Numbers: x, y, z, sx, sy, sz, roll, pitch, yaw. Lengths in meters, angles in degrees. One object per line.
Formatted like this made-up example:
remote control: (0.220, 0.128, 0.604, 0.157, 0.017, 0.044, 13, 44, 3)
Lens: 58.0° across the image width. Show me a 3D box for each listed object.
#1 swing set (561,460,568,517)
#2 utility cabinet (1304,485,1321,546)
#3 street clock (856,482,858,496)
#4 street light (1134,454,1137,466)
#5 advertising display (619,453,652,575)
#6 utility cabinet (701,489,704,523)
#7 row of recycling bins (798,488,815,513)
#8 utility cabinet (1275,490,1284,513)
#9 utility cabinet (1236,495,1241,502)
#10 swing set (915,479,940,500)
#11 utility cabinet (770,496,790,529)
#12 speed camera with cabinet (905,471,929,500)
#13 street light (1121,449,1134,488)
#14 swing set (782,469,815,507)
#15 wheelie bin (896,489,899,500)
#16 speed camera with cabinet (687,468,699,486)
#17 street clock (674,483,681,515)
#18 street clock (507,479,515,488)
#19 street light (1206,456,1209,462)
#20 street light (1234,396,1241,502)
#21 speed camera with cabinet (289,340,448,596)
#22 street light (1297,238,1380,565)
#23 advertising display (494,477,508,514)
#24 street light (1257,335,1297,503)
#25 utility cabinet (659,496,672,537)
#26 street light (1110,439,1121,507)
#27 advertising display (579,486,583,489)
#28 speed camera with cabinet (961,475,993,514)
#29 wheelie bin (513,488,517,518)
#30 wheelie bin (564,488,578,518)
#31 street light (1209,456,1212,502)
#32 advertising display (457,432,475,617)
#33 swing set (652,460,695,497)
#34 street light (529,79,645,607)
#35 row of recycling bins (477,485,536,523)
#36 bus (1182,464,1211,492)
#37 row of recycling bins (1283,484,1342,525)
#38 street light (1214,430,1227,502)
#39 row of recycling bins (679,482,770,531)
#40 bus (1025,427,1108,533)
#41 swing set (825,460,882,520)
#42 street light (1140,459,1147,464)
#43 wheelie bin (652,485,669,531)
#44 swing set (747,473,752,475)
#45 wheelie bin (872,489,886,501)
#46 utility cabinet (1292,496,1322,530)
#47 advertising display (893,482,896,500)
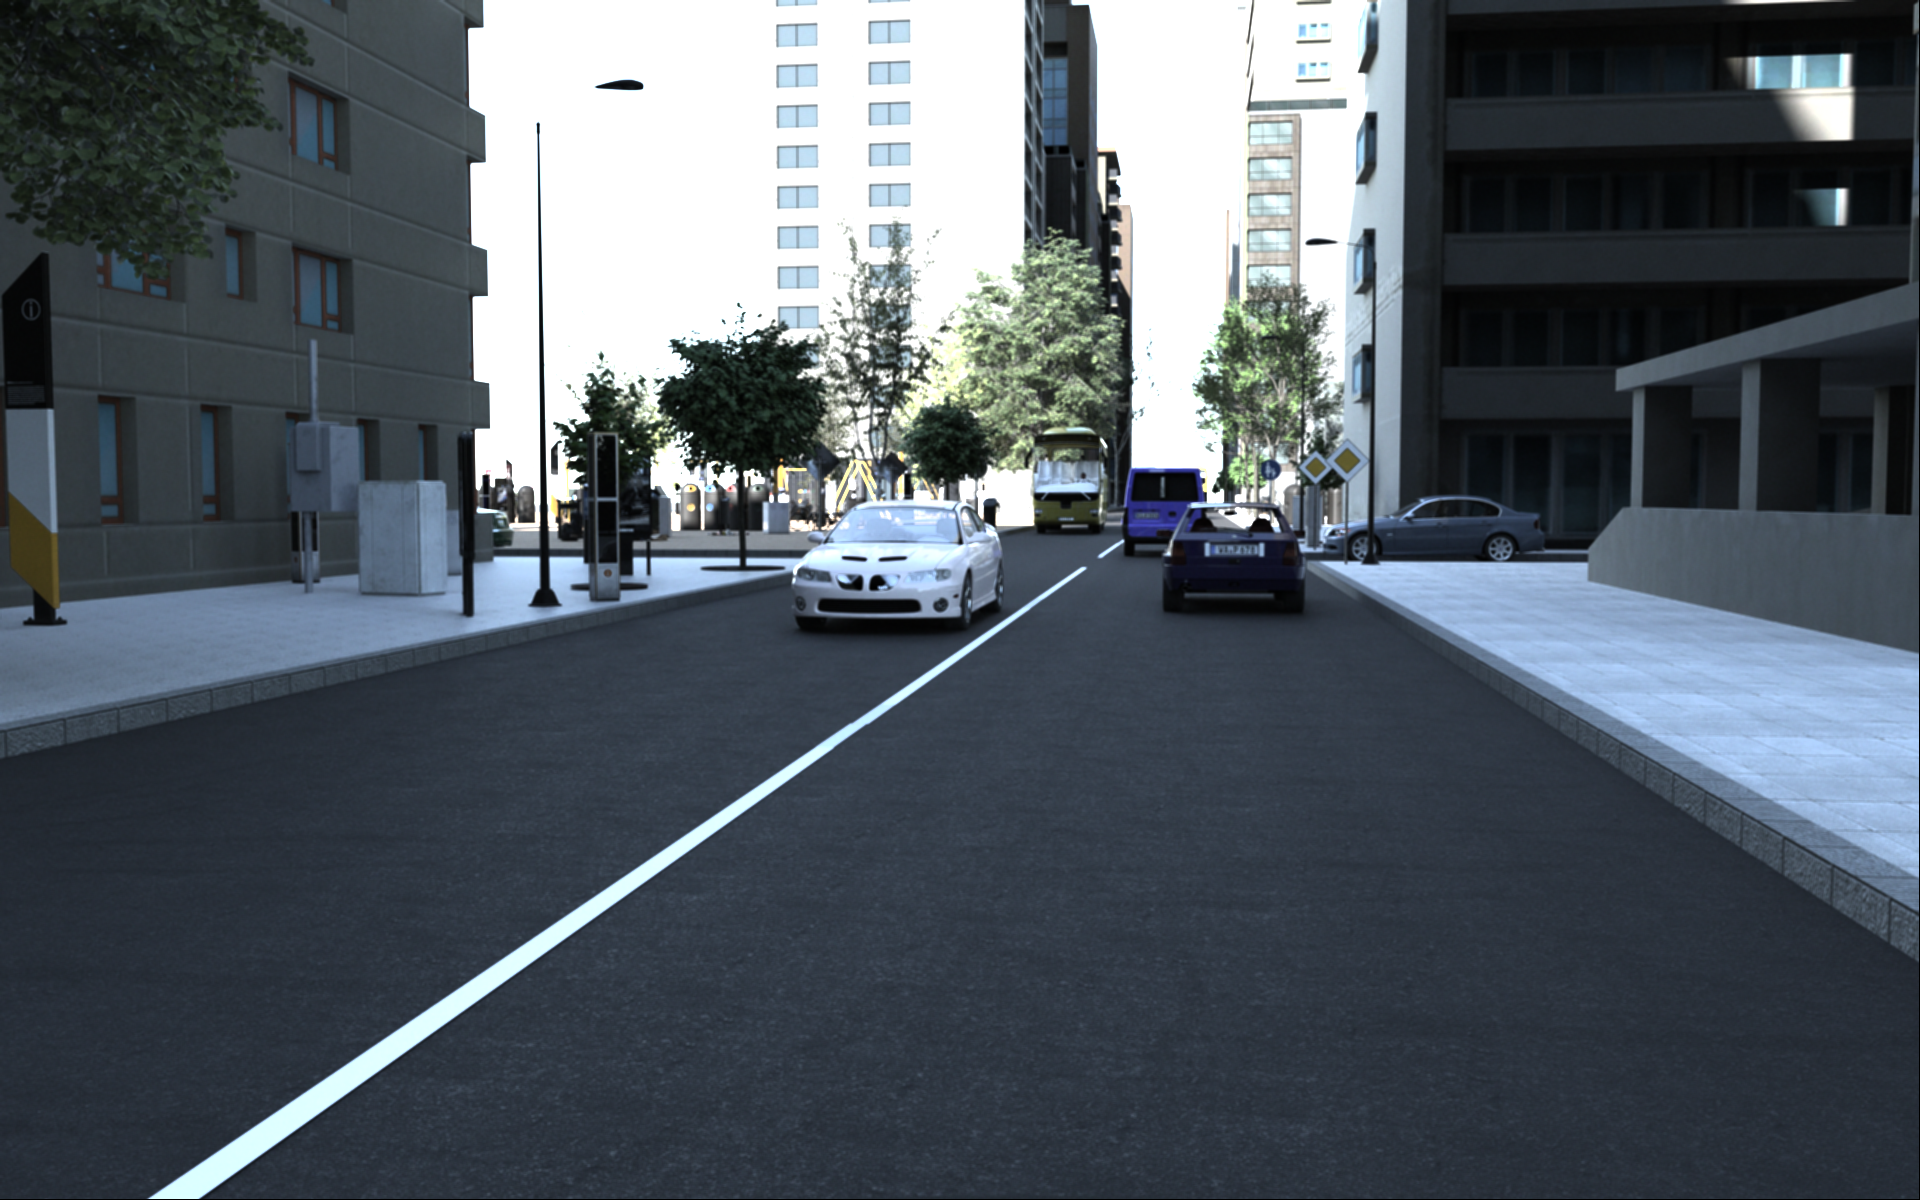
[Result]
swing set: (-16.692, -5.041, 80.042, 3.119, 2.851, 2.862, 0, 4, -6)
utility cabinet: (8.629, -2.066, 42.465, 0.318, 1.500, 1.173, 0, 4, 8)
street clock: (-6.270, -6.087, 104.095, 0.358, 2.002, 0.471, -1, 4, -9)
street light: (19.641, -13.845, 198.903, 1.470, 5.913, 1.316, 0, 4, 8)
advertising display: (-5.349, -1.351, 27.297, 0.974, 1.923, 0.123, -1, 4, -15)
utility cabinet: (-11.170, -4.129, 76.193, 1.173, 1.500, 0.318, -3, 4, -39)
row of recycling bins: (-9.873, -6.601, 115.043, 1.069, 1.692, 3.534, -2, 4, -24)
utility cabinet: (19.405, -5.815, 103.759, 1.173, 1.500, 0.318, 2, 4, 28)
utility cabinet: (16.370, -5.547, 101.855, 0.306, 1.237, 1.020, 1, 4, 12)
swing set: (-2.477, -7.036, 112.663, 2.862, 2.851, 3.119, -1, 4, -9)
utility cabinet: (-6.847, -3.252, 64.327, 1.020, 1.237, 0.306, 0, 4, 5)
speed camera with cabinet: (-3.083, -7.472, 116.506, 2.038, 3.252, 0.660, -2, 4, -27)
street light: (16.920, -12.586, 178.320, 1.470, 5.913, 1.316, 0, 4, 8)
swing set: (-9.576, -6.793, 108.681, 3.119, 2.851, 2.862, 1, 4, 12)
wheelie bin: (-3.500, -5.869, 103.859, 0.980, 1.594, 0.693, 0, 4, -7)
speed camera with cabinet: (-13.552, -5.712, 87.721, 0.660, 3.252, 2.038, -1, 4, -10)
street clock: (-17.374, -6.227, 106.381, 0.471, 2.002, 0.358, -3, 5, -42)
street clock: (-21.401, -4.766, 82.498, 0.358, 2.002, 0.471, 0, 4, -2)
street light: (30.621, -14.540, 210.275, 1.470, 5.913, 1.316, 0, 4, 8)
street light: (13.610, -6.701, 82.104, 1.470, 5.913, 1.316, 0, 4, 8)
speed camera with cabinet: (-7.589, -1.704, 22.204, 2.038, 3.252, 0.660, 1, 4, 21)
street light: (6.961, -3.608, 31.536, 1.470, 5.913, 1.316, 0, 4, 8)
advertising display: (-17.796, -3.787, 67.127, 0.123, 1.923, 0.974, 1, 4, 9)
street light: (9.481, -4.783, 50.737, 1.470, 5.913, 1.316, 0, 4, 8)
utility cabinet: (-8.728, -2.461, 51.397, 0.306, 1.237, 1.020, 0, 4, -4)
street light: (12.708, -10.683, 147.202, 1.470, 5.913, 1.316, 0, 4, 8)
advertising display: (-18.552, -4.952, 86.185, 0.974, 1.923, 0.123, 2, 4, 29)
speed camera with cabinet: (1.101, -7.218, 112.356, 2.038, 3.252, 0.660, 0, 4, -2)
wheelie bin: (-23.919, -5.123, 91.671, 0.980, 1.594, 0.693, -3, 5, -44)
wheelie bin: (-20.207, -5.041, 90.324, 0.980, 1.594, 0.693, 3, 5, 39)
street light: (23.581, -11.283, 157.017, 1.470, 5.913, 1.316, 0, 4, 8)
advertising display: (-5.262, -0.811, 18.467, 0.123, 1.923, 0.974, -1, 4, -18)
swing set: (-12.611, -5.091, 80.863, 3.119, 2.851, 2.862, -1, 4, -12)
street light: (-4.219, -2.878, 19.597, 1.470, 5.913, 1.316, 0, 4, 8)
row of recycling bins: (-20.329, -4.225, 76.189, 3.534, 1.692, 1.069, 1, 4, 13)
bus: (18.973, -9.165, 141.395, 2.896, 3.916, 12.252, 1, 4, 8)
row of recycling bins: (15.090, -3.927, 71.315, 3.534, 1.692, 1.069, -1, 4, -9)
street light: (19.478, -9.394, 126.129, 1.470, 5.913, 1.316, 0, 4, 8)
row of recycling bins: (-8.335, -3.317, 61.344, 3.534, 1.692, 1.069, 1, 4, 20)
bus: (4.323, -4.596, 66.692, 2.896, 3.916, 12.252, 0, 4, 6)
swing set: (-4.777, -5.151, 81.846, 2.862, 2.851, 3.119, 0, 4, 4)
street light: (23.698, -15.750, 230.057, 1.470, 5.913, 1.316, 0, 4, 8)
wheelie bin: (-10.271, -3.111, 58.770, 0.693, 1.594, 0.980, 1, 4, 12)
swing set: (-12.344, -6.364, 101.677, 2.862, 2.851, 3.119, 0, 4, -2)
wheelie bin: (-5.417, -6.659, 116.777, 0.980, 1.594, 0.693, -3, 4, -36)
utility cabinet: (12.575, -3.154, 62.734, 1.020, 1.237, 0.306, 2, 4, 27)
advertising display: (-3.043, -4.581, 80.107, 0.123, 1.923, 0.974, 0, 4, 1)
